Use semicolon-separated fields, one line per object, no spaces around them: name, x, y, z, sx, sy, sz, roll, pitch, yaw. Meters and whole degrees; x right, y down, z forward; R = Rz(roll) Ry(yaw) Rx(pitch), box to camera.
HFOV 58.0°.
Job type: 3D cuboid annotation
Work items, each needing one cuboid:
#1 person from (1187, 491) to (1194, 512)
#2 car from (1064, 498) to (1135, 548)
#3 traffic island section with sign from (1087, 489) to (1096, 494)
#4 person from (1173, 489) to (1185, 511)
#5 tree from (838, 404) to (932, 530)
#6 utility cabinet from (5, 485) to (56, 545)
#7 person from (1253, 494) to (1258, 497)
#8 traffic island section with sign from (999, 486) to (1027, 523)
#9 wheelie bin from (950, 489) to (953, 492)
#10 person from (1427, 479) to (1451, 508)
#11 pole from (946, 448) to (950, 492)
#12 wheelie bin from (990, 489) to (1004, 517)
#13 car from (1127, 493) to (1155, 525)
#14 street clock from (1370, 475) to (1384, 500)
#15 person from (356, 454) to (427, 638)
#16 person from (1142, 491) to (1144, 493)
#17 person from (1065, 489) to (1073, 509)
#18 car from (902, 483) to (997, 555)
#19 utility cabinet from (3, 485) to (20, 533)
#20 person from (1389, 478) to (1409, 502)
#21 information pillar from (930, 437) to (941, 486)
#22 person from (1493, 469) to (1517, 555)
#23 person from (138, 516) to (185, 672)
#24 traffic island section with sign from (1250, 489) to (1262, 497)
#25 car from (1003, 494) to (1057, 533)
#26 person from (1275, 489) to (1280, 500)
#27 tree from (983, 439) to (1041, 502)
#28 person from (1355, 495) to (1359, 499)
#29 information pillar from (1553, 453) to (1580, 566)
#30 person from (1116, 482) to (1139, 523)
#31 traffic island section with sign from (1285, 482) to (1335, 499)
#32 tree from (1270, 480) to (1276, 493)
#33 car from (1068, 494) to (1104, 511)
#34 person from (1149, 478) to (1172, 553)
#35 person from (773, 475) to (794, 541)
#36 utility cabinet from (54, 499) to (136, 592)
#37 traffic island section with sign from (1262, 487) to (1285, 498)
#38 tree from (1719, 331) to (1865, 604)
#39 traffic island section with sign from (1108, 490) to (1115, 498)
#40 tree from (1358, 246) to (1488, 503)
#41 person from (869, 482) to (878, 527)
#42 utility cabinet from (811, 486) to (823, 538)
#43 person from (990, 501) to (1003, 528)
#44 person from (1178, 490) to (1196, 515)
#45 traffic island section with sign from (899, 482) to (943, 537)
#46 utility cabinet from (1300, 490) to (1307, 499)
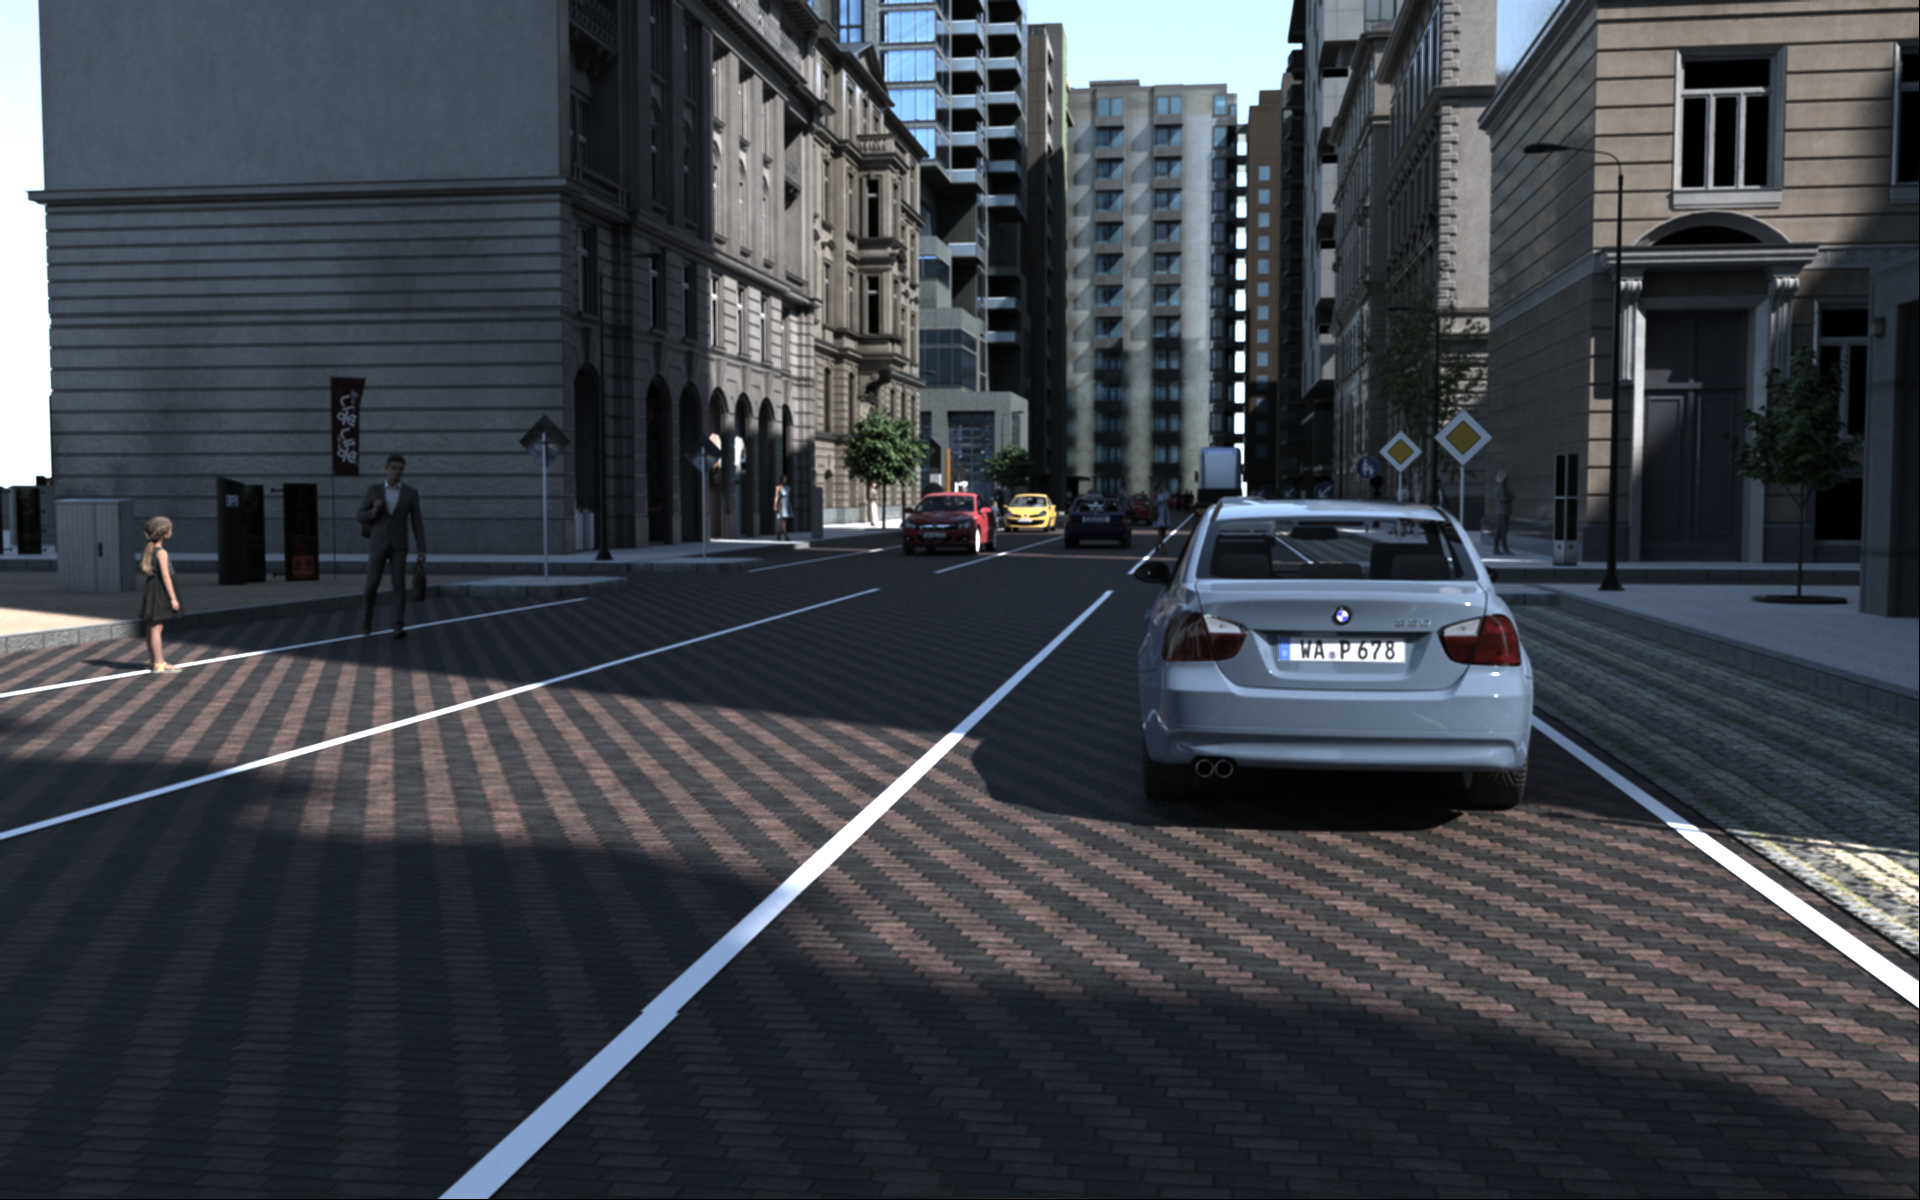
person;18.321;-7.834;137.500;0.541;1.710;0.530;3;5;40
car;3.793;-2.120;47.237;1.945;1.354;3.894;0;4;7
traffic island section with sign;10.305;-7.728;134.980;1.989;1.847;2.006;1;4;8
person;18.673;-8.522;147.779;1.348;1.831;0.705;-2;4;-29
tree;-2.739;-4.835;62.760;4.285;4.588;4.351;0;3;0
utility cabinet;-23.198;-2.130;43.506;0.318;1.500;1.173;3;5;44
person;23.218;-7.562;135.329;0.799;1.438;0.628;1;4;21
traffic island section with sign;2.999;-4.690;85.313;1.989;1.847;2.006;1;4;8
wheelie bin;-0.611;-5.822;103.095;0.693;1.594;0.980;-1;4;-11
person;15.675;-3.082;56.781;0.623;1.781;0.721;-3;4;-36
pole;-0.546;-5.100;77.226;0.158;3.312;0.155;0;3;0
wheelie bin;2.129;-5.544;98.545;0.693;1.594;0.980;-1;4;-22
car;8.064;-4.387;80.770;2.155;1.783;4.494;0;4;8
street clock;15.765;-3.730;65.560;0.358;2.002;0.471;-3;4;-38
person;-5.692;-0.542;17.324;0.622;1.834;0.822;-2;4;-32
person;17.406;-9.465;163.967;0.721;1.736;1.217;1;4;10
person;9.220;-8.495;145.870;0.756;1.711;0.436;-1;4;-19
car;-0.224;-2.041;42.411;2.155;1.783;4.494;1;4;10
utility cabinet;-34.173;-3.238;61.614;1.173;1.500;0.318;0;4;8
person;13.163;-2.769;51.881;0.524;1.755;0.480;-2;4;-35
information pillar;-1.021;-4.865;70.893;0.504;3.616;0.183;2;4;28
person;11.496;-1.848;36.442;0.526;1.800;0.537;2;4;33
person;-6.456;-0.052;14.015;0.373;1.253;0.362;-3;4;-39
traffic island section with sign;26.867;-9.223;159.431;1.989;1.847;2.006;1;4;8
car;2.685;-3.404;65.880;2.015;1.641;3.980;1;4;8
person;27.354;-8.699;148.795;0.750;1.759;0.617;3;5;42
tree;3.117;-7.215;101.673;4.285;4.588;4.351;0;3;0
person;17.085;-3.895;74.400;0.373;1.253;0.362;-3;5;-41
information pillar;10.852;-1.622;31.007;0.304;2.012;0.304;-2;4;-25
person;5.243;-2.857;55.340;0.853;1.813;0.709;2;4;31
traffic island section with sign;11.665;-2.908;56.166;1.989;1.847;2.006;1;4;8
tree;33.469;-11.425;181.405;1.663;3.219;1.824;0;3;0
car;6.520;-4.602;87.034;2.131;1.459;4.920;1;4;8
person;4.814;-2.034;41.854;0.616;1.811;0.778;-1;4;-16
person;-4.853;-2.511;47.200;0.616;1.811;0.778;-3;4;-36
utility cabinet;-11.425;-0.717;22.886;1.020;1.237;0.306;1;4;15
traffic island section with sign;15.600;-4.539;82.834;1.989;1.847;2.006;1;4;8
tree;10.131;-1.590;20.592;1.663;3.219;1.824;0;3;0
traffic island section with sign;14.231;-9.359;161.649;1.989;1.847;2.006;1;4;8
tree;13.632;-6.162;51.111;4.737;8.622;4.395;0;3;0
person;-3.369;-3.748;67.876;0.362;1.759;0.519;1;4;12
utility cabinet;-4.141;-2.543;50.263;0.318;1.500;1.173;0;4;-7
person;1.330;-3.637;73.457;1.012;1.151;0.738;0;4;-1
person;15.573;-6.726;118.985;1.217;1.766;0.721;1;4;10
traffic island section with sign;-0.918;-3.059;58.643;1.989;1.847;2.006;1;4;8
utility cabinet;19.974;-5.624;100.628;0.318;1.500;1.173;1;4;14
